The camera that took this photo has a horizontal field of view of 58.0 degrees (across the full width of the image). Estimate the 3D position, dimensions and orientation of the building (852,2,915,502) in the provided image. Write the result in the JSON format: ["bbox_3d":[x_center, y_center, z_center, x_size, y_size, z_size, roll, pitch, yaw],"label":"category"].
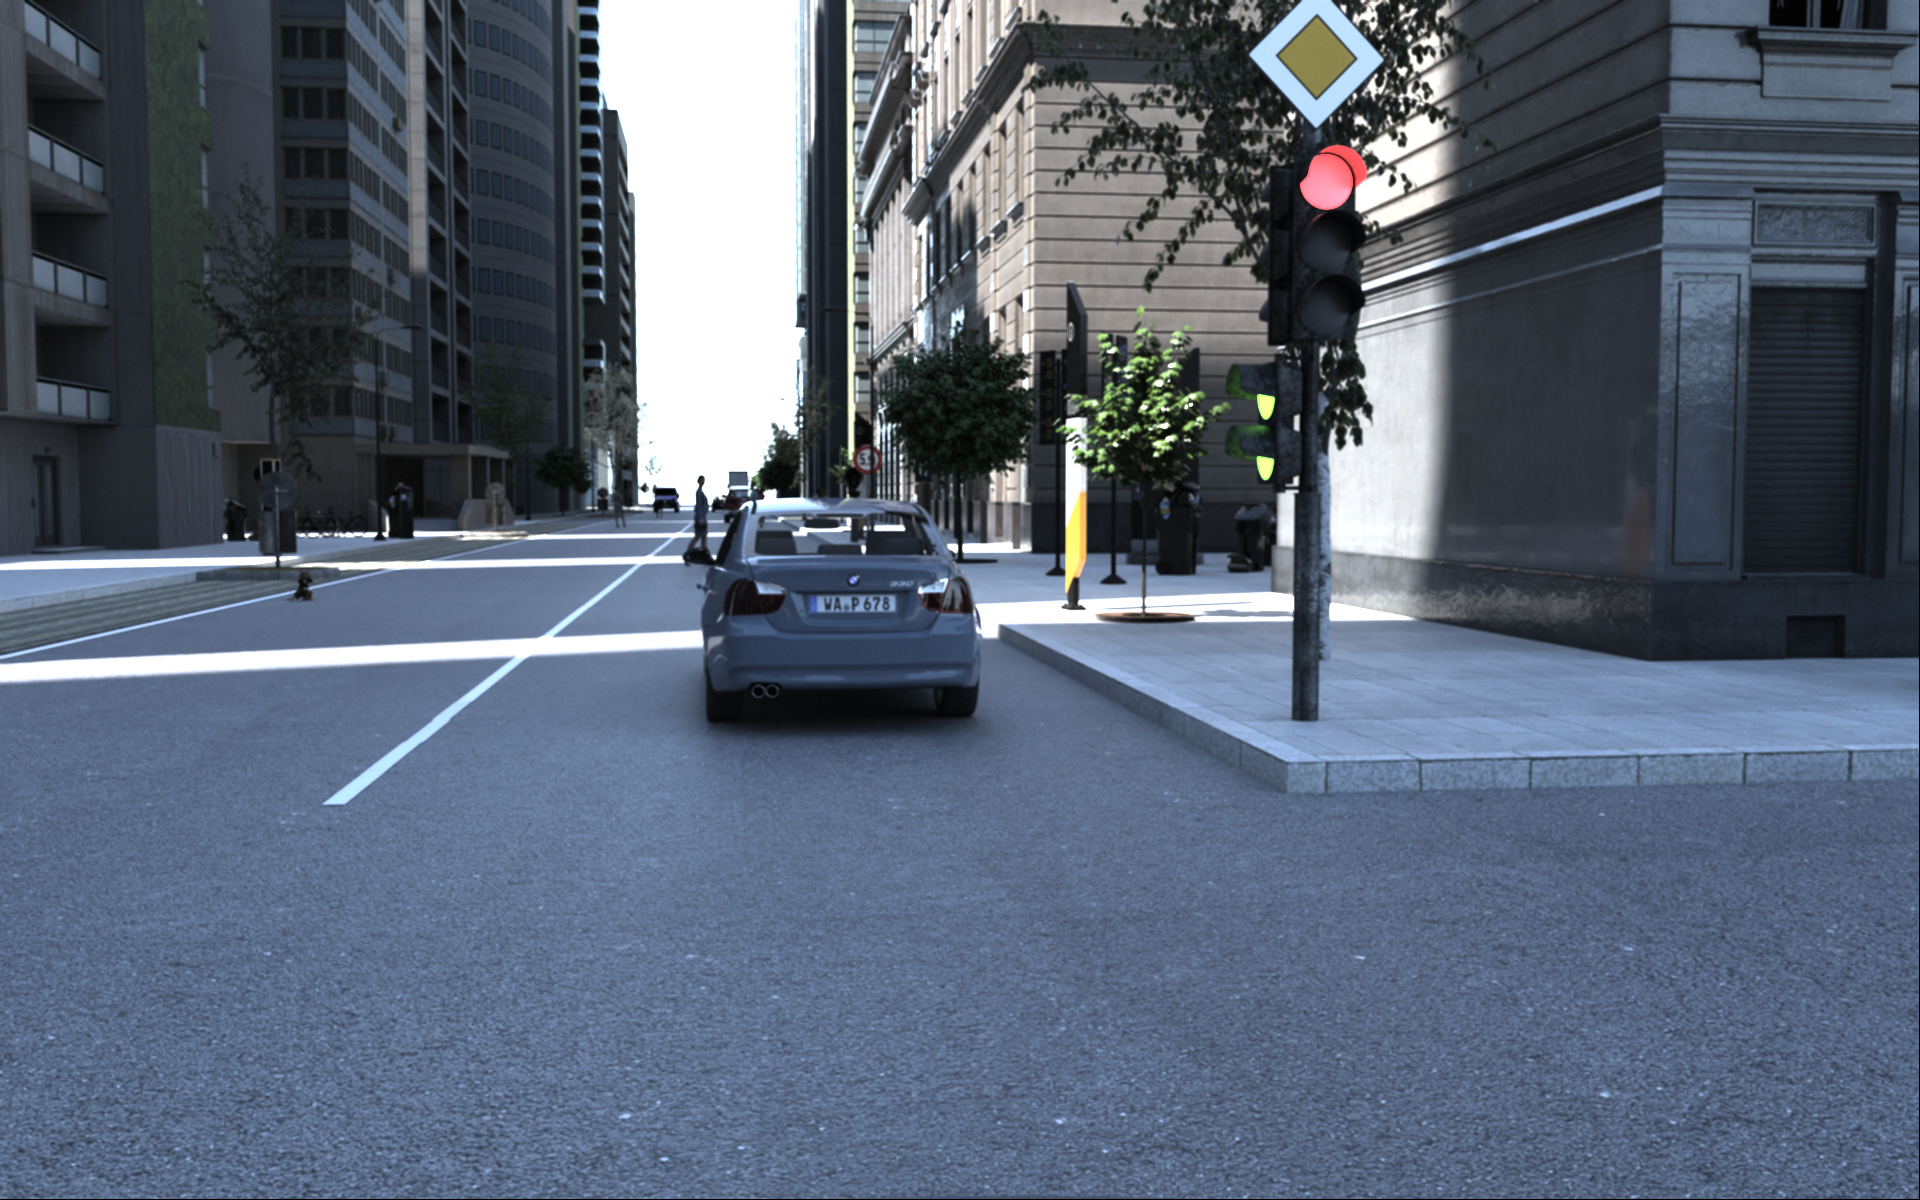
[{"bbox_3d":[2.918,-14.184,73.713,13.314,21.916,24.055,0,4,-8],"label":"building"}]

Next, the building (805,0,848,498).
[{"bbox_3d":[-2.344,-36.857,144.618,21.231,58.520,28.212,0,4,-8],"label":"building"}]

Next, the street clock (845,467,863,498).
[{"bbox_3d":[-2.820,-2.549,46.240,0.471,2.002,0.358,-1,4,-9],"label":"street clock"}]

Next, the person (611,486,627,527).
[{"bbox_3d":[-14.737,-4.037,74.842,0.599,1.781,0.374,1,4,15],"label":"person"}]

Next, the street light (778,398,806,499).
[{"bbox_3d":[-8.053,-6.791,83.571,1.470,5.913,1.316,0,4,-8],"label":"street light"}]

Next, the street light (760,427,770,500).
[{"bbox_3d":[-12.894,-9.014,119.925,1.470,5.913,1.316,0,4,-8],"label":"street light"}]

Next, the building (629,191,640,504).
[{"bbox_3d":[-49.632,-33.209,226.556,14.154,41.232,14.086,0,4,-8],"label":"building"}]

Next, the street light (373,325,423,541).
[{"bbox_3d":[-15.452,-4.593,47.629,1.470,5.913,1.316,0,4,-8],"label":"street light"}]

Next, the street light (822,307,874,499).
[{"bbox_3d":[-2.736,-4.325,43.263,1.470,5.913,1.316,0,4,-8],"label":"street light"}]

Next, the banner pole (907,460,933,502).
[{"bbox_3d":[-1.135,-3.423,45.979,0.863,3.779,0.401,0,4,2],"label":"banner pole"}]

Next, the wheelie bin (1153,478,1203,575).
[{"bbox_3d":[3.501,-1.210,27.687,0.693,1.594,0.980,1,4,20],"label":"wheelie bin"}]

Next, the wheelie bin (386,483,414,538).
[{"bbox_3d":[-16.436,-2.628,50.884,0.693,1.594,0.980,0,4,-4],"label":"wheelie bin"}]

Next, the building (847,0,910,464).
[{"bbox_3d":[0.689,-25.186,95.380,14.154,41.232,14.086,0,4,-8],"label":"building"}]

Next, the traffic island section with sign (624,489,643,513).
[{"bbox_3d":[-25.629,-7.688,134.321,1.989,1.847,2.006,0,4,-8],"label":"traffic island section with sign"}]

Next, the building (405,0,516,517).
[{"bbox_3d":[-34.814,-39.902,90.647,20.563,71.187,20.611,0,4,-8],"label":"building"}]

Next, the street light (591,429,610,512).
[{"bbox_3d":[-25.554,-9.210,123.132,1.470,5.913,1.316,0,4,-8],"label":"street light"}]

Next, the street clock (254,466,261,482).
[{"bbox_3d":[-17.477,-2.386,43.587,0.471,2.002,0.358,0,4,-2],"label":"street clock"}]

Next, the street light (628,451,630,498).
[{"bbox_3d":[-31.395,-11.895,167.024,1.470,5.913,1.316,0,4,-8],"label":"street light"}]

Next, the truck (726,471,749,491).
[{"bbox_3d":[-27.183,-13.654,212.154,2.839,4.237,11.283,0,4,-8],"label":"truck"}]

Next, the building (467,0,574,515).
[{"bbox_3d":[-38.005,-35.058,115.191,21.231,58.520,28.212,0,4,-8],"label":"building"}]

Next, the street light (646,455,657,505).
[{"bbox_3d":[-36.783,-14.326,206.763,1.470,5.913,1.316,0,4,-8],"label":"street light"}]

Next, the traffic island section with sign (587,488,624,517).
[{"bbox_3d":[-22.015,-6.022,107.087,1.989,1.847,2.006,0,4,-8],"label":"traffic island section with sign"}]

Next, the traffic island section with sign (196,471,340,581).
[{"bbox_3d":[-11.679,-1.272,29.419,1.989,1.847,2.006,0,4,-8],"label":"traffic island section with sign"}]

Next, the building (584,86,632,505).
[{"bbox_3d":[-50.889,-35.695,207.314,21.300,48.544,21.600,0,4,-8],"label":"building"}]

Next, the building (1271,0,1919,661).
[{"bbox_3d":[13.509,-10.354,18.439,18.267,20.994,9.793,0,4,-8],"label":"building"}]

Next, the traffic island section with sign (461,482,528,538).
[{"bbox_3d":[-15.400,-2.985,57.431,1.989,1.847,2.006,0,4,-8],"label":"traffic island section with sign"}]

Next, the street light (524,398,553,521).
[{"bbox_3d":[-20.392,-6.809,83.868,1.470,5.913,1.316,0,4,-8],"label":"street light"}]

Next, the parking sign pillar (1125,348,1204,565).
[{"bbox_3d":[3.768,-2.647,31.756,1.447,3.967,1.447,-3,4,-36],"label":"parking sign pillar"}]

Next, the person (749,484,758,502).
[{"bbox_3d":[-8.699,-3.968,73.244,0.748,1.841,0.638,3,5,40],"label":"person"}]

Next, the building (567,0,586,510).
[{"bbox_3d":[-37.581,-27.735,137.069,14.154,41.232,14.086,0,4,-8],"label":"building"}]

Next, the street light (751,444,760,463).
[{"bbox_3d":[-18.275,-11.470,160.082,1.470,5.913,1.316,0,4,-8],"label":"street light"}]

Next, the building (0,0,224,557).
[{"bbox_3d":[-25.176,-21.555,36.025,14.154,41.232,14.086,0,4,-8],"label":"building"}]

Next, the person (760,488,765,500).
[{"bbox_3d":[-12.066,-5.975,106.131,0.705,1.831,1.348,0,4,-1],"label":"person"}]

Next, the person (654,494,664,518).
[{"bbox_3d":[-18.298,-5.707,105.006,0.799,1.438,0.628,1,4,18],"label":"person"}]

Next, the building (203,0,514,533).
[{"bbox_3d":[-33.681,-22.647,62.154,32.217,40.220,23.993,0,4,-8],"label":"building"}]

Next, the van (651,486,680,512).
[{"bbox_3d":[-23.218,-8.113,137.034,2.240,2.365,5.245,0,4,-7],"label":"van"}]

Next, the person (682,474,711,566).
[{"bbox_3d":[-5.222,-1.596,34.610,0.654,1.822,0.581,1,4,14],"label":"person"}]

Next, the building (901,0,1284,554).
[{"bbox_3d":[5.526,-15.403,49.099,12.463,27.353,25.104,0,4,-8],"label":"building"}]
